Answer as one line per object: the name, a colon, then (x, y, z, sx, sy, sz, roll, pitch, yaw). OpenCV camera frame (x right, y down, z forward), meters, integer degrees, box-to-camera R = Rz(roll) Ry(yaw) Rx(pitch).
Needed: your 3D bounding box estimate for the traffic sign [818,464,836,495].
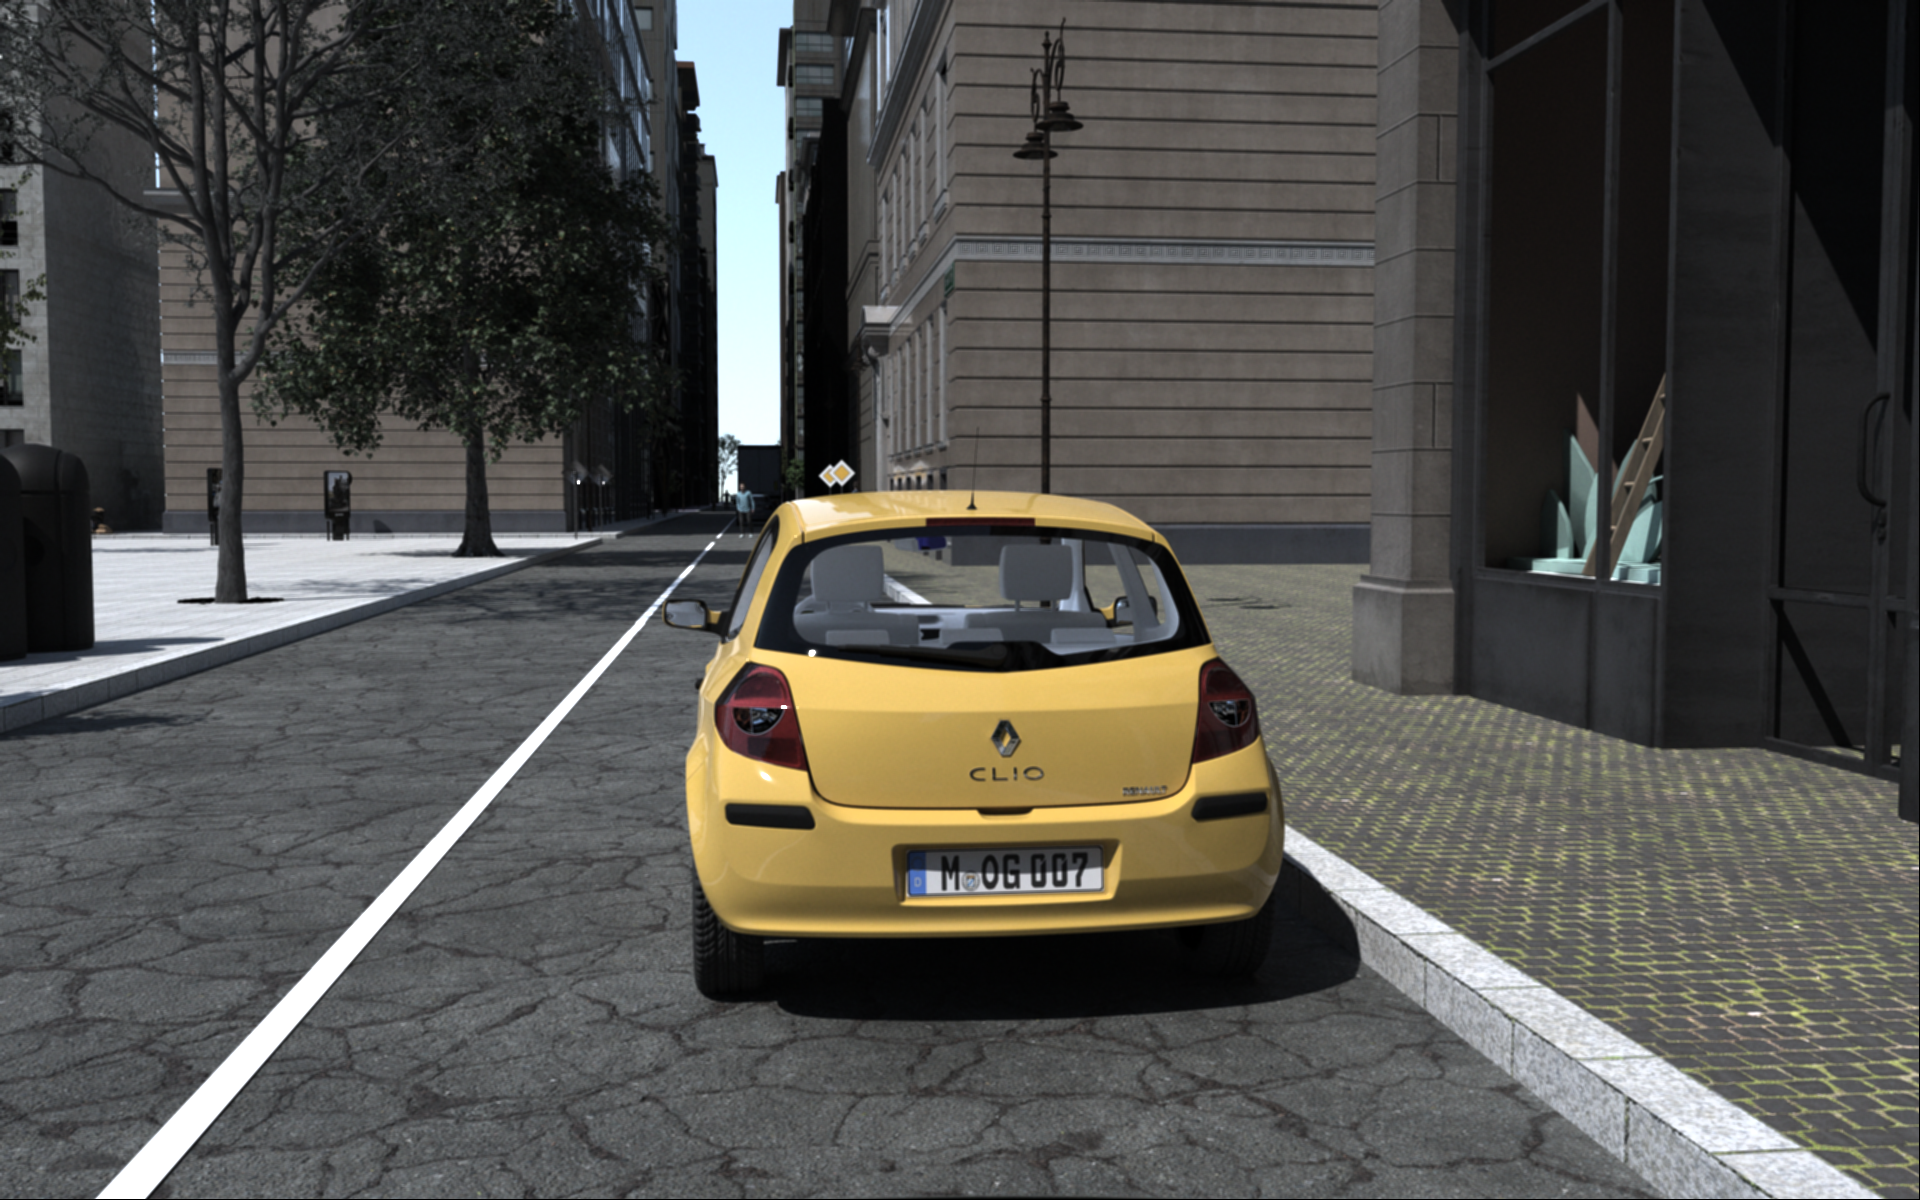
traffic sign: (-4.342, -3.322, 57.961, 0.795, 2.450, 0.064, 0, 4, -7)

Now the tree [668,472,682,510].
tree: (-21.555, -8.234, 129.233, 1.663, 3.219, 1.824, 0, 3, 0)

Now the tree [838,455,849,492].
tree: (-4.591, -4.937, 75.325, 1.663, 3.219, 1.824, 0, 3, 0)

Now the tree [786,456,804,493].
tree: (-11.992, -9.262, 135.146, 4.285, 4.588, 4.351, 0, 3, 0)

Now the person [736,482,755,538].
person: (-7.073, -2.982, 57.278, 0.660, 1.820, 0.620, 1, 4, 10)

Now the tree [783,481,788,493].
tree: (-21.337, -13.611, 217.139, 1.663, 3.219, 1.824, 0, 3, 0)

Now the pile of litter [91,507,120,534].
pile of litter: (-27.531, -2.519, 55.143, 1.719, 0.858, 1.176, 0, 4, 6)

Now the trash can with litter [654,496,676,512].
trash can with litter: (-21.541, -6.948, 124.662, 2.233, 1.210, 1.678, 1, 4, 11)

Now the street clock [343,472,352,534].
street clock: (-19.643, -3.103, 55.305, 0.471, 2.002, 0.358, 2, 4, 31)

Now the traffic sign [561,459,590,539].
traffic sign: (-10.908, -2.785, 49.175, 0.795, 2.450, 0.064, 0, 4, -7)

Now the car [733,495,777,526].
car: (-9.438, -4.149, 79.838, 2.014, 1.417, 4.499, 0, 4, -8)

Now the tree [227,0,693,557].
tree: (-10.031, -7.234, 35.278, 9.611, 12.733, 9.660, 0, 3, 0)

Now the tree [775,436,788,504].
tree: (-22.605, -16.608, 221.899, 4.737, 8.622, 4.395, 0, 3, 0)

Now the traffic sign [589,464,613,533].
traffic sign: (-11.837, -3.270, 57.106, 0.795, 2.450, 0.064, 0, 4, -7)

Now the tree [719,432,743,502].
tree: (-39.663, -22.263, 289.748, 9.928, 11.665, 9.643, 0, 3, 0)

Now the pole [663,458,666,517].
pole: (-16.644, -6.341, 97.510, 0.158, 3.312, 0.155, 0, 3, 0)

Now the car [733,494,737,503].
car: (-32.122, -14.685, 251.897, 2.131, 1.459, 4.920, -1, 4, -8)

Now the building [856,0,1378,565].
building: (4.891, -15.565, 40.391, 13.634, 28.700, 20.117, 0, 4, -7)

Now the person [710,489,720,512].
person: (-20.077, -8.137, 141.550, 0.705, 1.824, 1.348, -3, 5, -45)

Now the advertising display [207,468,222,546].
advertising display: (-18.567, -2.333, 43.359, 0.123, 1.923, 0.974, 0, 4, -1)

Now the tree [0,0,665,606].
tree: (-8.468, -6.710, 20.084, 12.009, 13.543, 11.850, 0, 3, 0)

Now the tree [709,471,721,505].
tree: (-30.606, -13.751, 208.541, 4.285, 4.588, 4.351, 0, 3, 0)

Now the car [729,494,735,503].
car: (-34.522, -15.607, 266.966, 2.131, 1.459, 4.920, 0, 4, -8)

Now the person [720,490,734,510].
person: (-21.435, -9.221, 159.249, 1.348, 1.826, 0.705, 0, 4, -2)

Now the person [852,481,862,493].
person: (-3.127, -2.708, 52.794, 0.581, 1.822, 0.654, -2, 4, -35)

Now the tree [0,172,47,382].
tree: (-21.257, -5.253, 36.249, 4.737, 8.622, 4.395, 0, 3, 0)

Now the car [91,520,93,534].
car: (-28.482, -2.396, 51.540, 4.827, 1.381, 2.083, 0, 4, -6)

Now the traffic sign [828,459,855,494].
traffic sign: (-3.413, -2.837, 50.030, 0.795, 2.450, 0.064, 0, 4, -7)

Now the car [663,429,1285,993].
car: (-0.117, 0.229, 6.477, 2.015, 1.641, 3.980, 0, 4, -7)

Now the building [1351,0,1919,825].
building: (7.252, -9.758, 10.459, 10.553, 20.767, 40.483, 0, 4, -7)

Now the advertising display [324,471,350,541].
advertising display: (-17.254, -2.617, 47.997, 0.123, 1.923, 0.974, 1, 4, 17)
